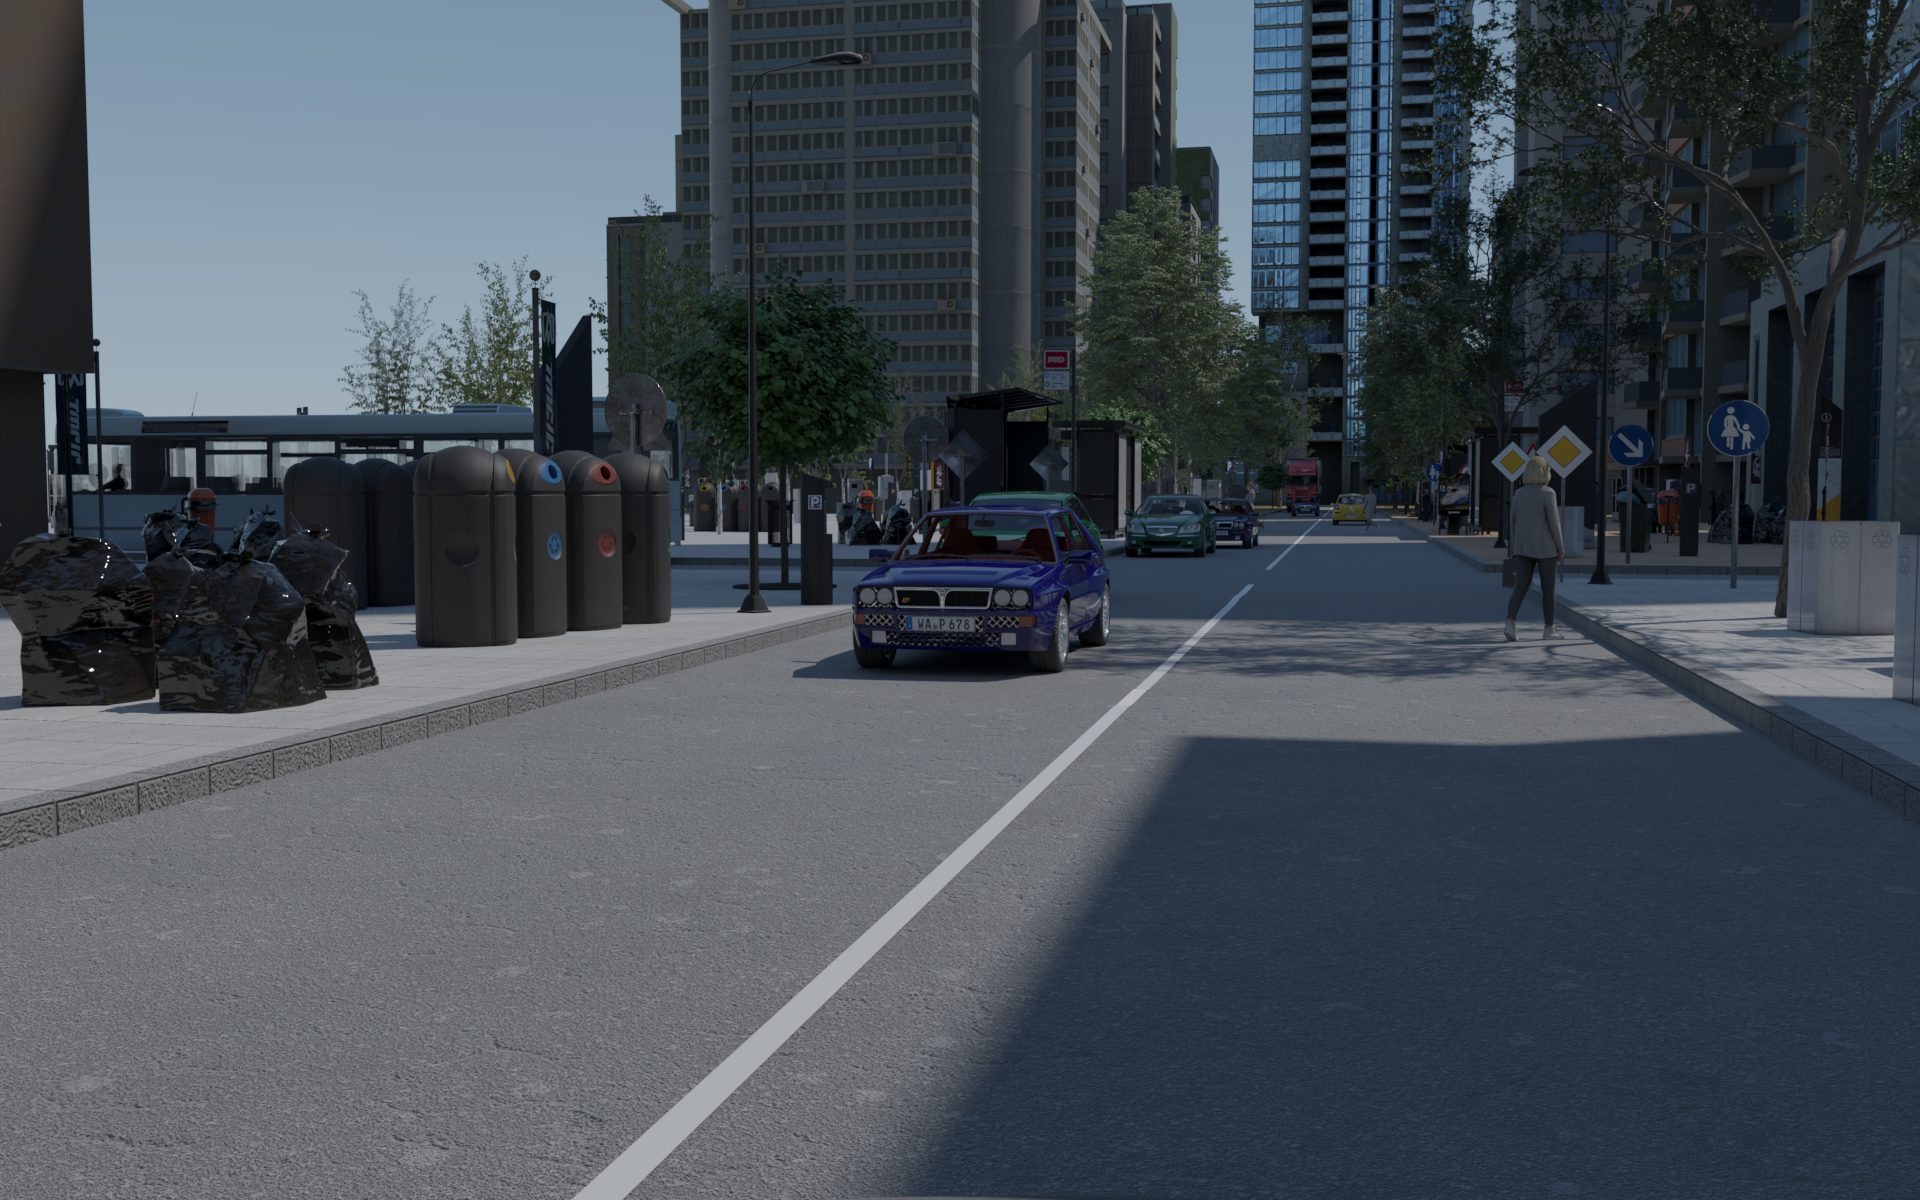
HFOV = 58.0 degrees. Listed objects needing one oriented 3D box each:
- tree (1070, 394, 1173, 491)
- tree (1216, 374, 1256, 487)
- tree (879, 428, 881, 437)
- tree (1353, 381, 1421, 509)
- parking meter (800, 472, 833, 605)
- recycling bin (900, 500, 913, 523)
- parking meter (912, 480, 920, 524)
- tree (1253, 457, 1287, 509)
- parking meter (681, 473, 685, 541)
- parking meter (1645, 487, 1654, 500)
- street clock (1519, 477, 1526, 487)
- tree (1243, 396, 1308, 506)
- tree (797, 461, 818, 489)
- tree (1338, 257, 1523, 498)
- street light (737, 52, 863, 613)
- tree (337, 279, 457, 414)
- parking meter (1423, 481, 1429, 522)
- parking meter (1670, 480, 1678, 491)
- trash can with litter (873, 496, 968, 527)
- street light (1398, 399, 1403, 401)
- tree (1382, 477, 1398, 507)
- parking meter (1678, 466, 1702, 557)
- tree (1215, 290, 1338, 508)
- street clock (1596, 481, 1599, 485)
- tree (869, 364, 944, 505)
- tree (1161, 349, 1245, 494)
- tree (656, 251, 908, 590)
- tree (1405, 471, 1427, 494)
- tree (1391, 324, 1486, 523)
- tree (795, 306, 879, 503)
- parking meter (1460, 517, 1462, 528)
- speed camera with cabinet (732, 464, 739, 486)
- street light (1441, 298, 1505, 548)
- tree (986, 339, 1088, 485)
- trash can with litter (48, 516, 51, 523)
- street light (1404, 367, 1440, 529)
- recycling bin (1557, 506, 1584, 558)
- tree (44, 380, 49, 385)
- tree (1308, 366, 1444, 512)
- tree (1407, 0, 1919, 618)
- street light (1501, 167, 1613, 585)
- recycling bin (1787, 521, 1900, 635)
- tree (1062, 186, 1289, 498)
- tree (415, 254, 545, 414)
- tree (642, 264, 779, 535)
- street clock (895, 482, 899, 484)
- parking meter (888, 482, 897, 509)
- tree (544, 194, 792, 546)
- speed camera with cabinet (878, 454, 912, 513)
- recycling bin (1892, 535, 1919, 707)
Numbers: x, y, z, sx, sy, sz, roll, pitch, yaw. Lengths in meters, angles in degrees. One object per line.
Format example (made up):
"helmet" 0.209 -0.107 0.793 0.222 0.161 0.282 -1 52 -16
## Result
"tree" 5.245 -4.467 56.742 4.285 4.588 4.351 0 3 0
"tree" 19.504 -11.302 119.202 7.601 10.594 8.767 -2 4 -33
"tree" -5.825 -7.477 72.603 4.737 8.622 4.395 0 3 0
"tree" 36.861 -13.874 144.964 7.486 12.596 7.792 0 3 0
"parking meter" -1.663 -0.714 20.080 0.372 1.533 0.369 0 3 0
"recycling bin" -2.365 -4.017 78.238 0.722 1.027 0.722 0 4 -2
"parking meter" -1.776 -4.049 71.905 0.399 1.863 0.255 2 4 25
"tree" 27.408 -10.259 151.453 4.285 4.588 4.351 0 3 0
"parking meter" -7.729 -2.573 47.776 0.255 1.863 0.399 -1 4 -10
"parking meter" 26.321 -3.534 66.186 0.372 1.533 0.369 0 3 0
"street clock" 23.568 -4.140 72.262 0.358 2.002 0.471 -3 4 -38
"tree" 32.981 -15.495 179.090 9.928 11.665 9.643 0 3 0
"tree" -8.657 -8.101 82.815 4.360 8.622 3.978 0 3 0
"tree" 24.774 -11.272 90.953 9.857 13.997 8.962 0 3 0
"street light" -1.705 -2.810 18.482 1.470 5.913 1.316 1 4 13
"tree" -19.580 -6.700 59.902 4.360 8.622 3.978 0 3 0
"parking meter" 21.412 -4.517 79.570 0.255 1.863 0.399 1 4 19
"parking meter" 28.692 -3.902 69.512 0.399 1.863 0.255 -2 4 -30
"trash can with litter" -0.490 -1.532 36.106 2.233 1.210 1.678 -1 4 -15
"street light" 21.927 -6.844 84.442 1.470 5.913 1.316 1 4 13
"tree" 42.252 -10.770 170.696 1.663 3.219 1.824 0 3 0
"parking meter" 15.036 -1.830 35.629 0.399 1.863 0.255 1 4 22
"tree" 29.338 -18.814 163.491 12.611 20.169 13.585 0 3 0
"street clock" 34.294 -5.454 93.749 0.471 2.002 0.358 3 4 36
"tree" -3.336 -9.072 98.692 4.360 8.622 3.978 0 3 0
"tree" 11.386 -8.158 83.738 4.737 8.622 4.395 0 3 0
"tree" -2.441 -2.448 23.732 4.285 4.588 4.351 0 3 0
"tree" 30.527 -7.369 115.088 1.663 3.219 1.824 0 3 0
"tree" 20.924 -7.659 75.594 4.737 8.622 4.395 0 3 0
"tree" -6.171 -6.969 64.301 4.737 8.622 4.395 0 3 0
"parking meter" 18.562 -3.607 64.680 0.399 1.863 0.255 2 4 32
"speed camera with cabinet" -14.671 -6.872 106.686 2.038 3.252 0.660 0 4 2
"street light" 12.316 -4.194 41.116 1.470 5.913 1.316 1 4 13
"tree" 2.888 -8.073 82.361 4.737 8.622 4.395 0 3 0
"trash can with litter" -40.349 -4.028 77.237 0.624 1.170 1.055 2 4 32
"street light" 17.090 -5.543 63.170 1.470 5.913 1.316 1 4 13
"recycling bin" 12.173 -1.374 35.019 0.722 1.027 0.722 2 4 31
"tree" -24.618 -5.671 43.077 4.737 8.622 4.395 0 3 0
"tree" 32.813 -12.340 127.506 9.928 11.665 9.643 0 3 0
"tree" 8.454 -5.077 17.419 8.767 10.594 7.601 2 4 27
"street light" 8.607 -3.187 24.652 1.470 5.913 1.316 1 4 13
"recycling bin" 8.174 -0.214 16.051 0.722 1.027 0.722 0 4 4
"tree" 7.148 -8.966 64.726 7.486 12.596 7.792 0 3 0
"tree" -14.224 -6.292 53.242 4.737 8.622 4.395 0 3 0
"tree" -7.839 -6.375 54.590 4.360 8.622 3.978 0 3 0
"street clock" -3.866 -6.238 106.563 0.358 2.002 0.471 0 4 -2
"parking meter" -3.258 -4.756 83.471 0.399 1.863 0.255 -2 4 -27
"tree" -7.020 -5.635 42.497 4.737 8.622 4.395 0 3 0
"speed camera with cabinet" -2.967 -5.550 85.083 2.038 3.252 0.660 -1 4 -14
"recycling bin" 6.161 0.127 10.472 0.722 1.027 0.722 0 4 8
